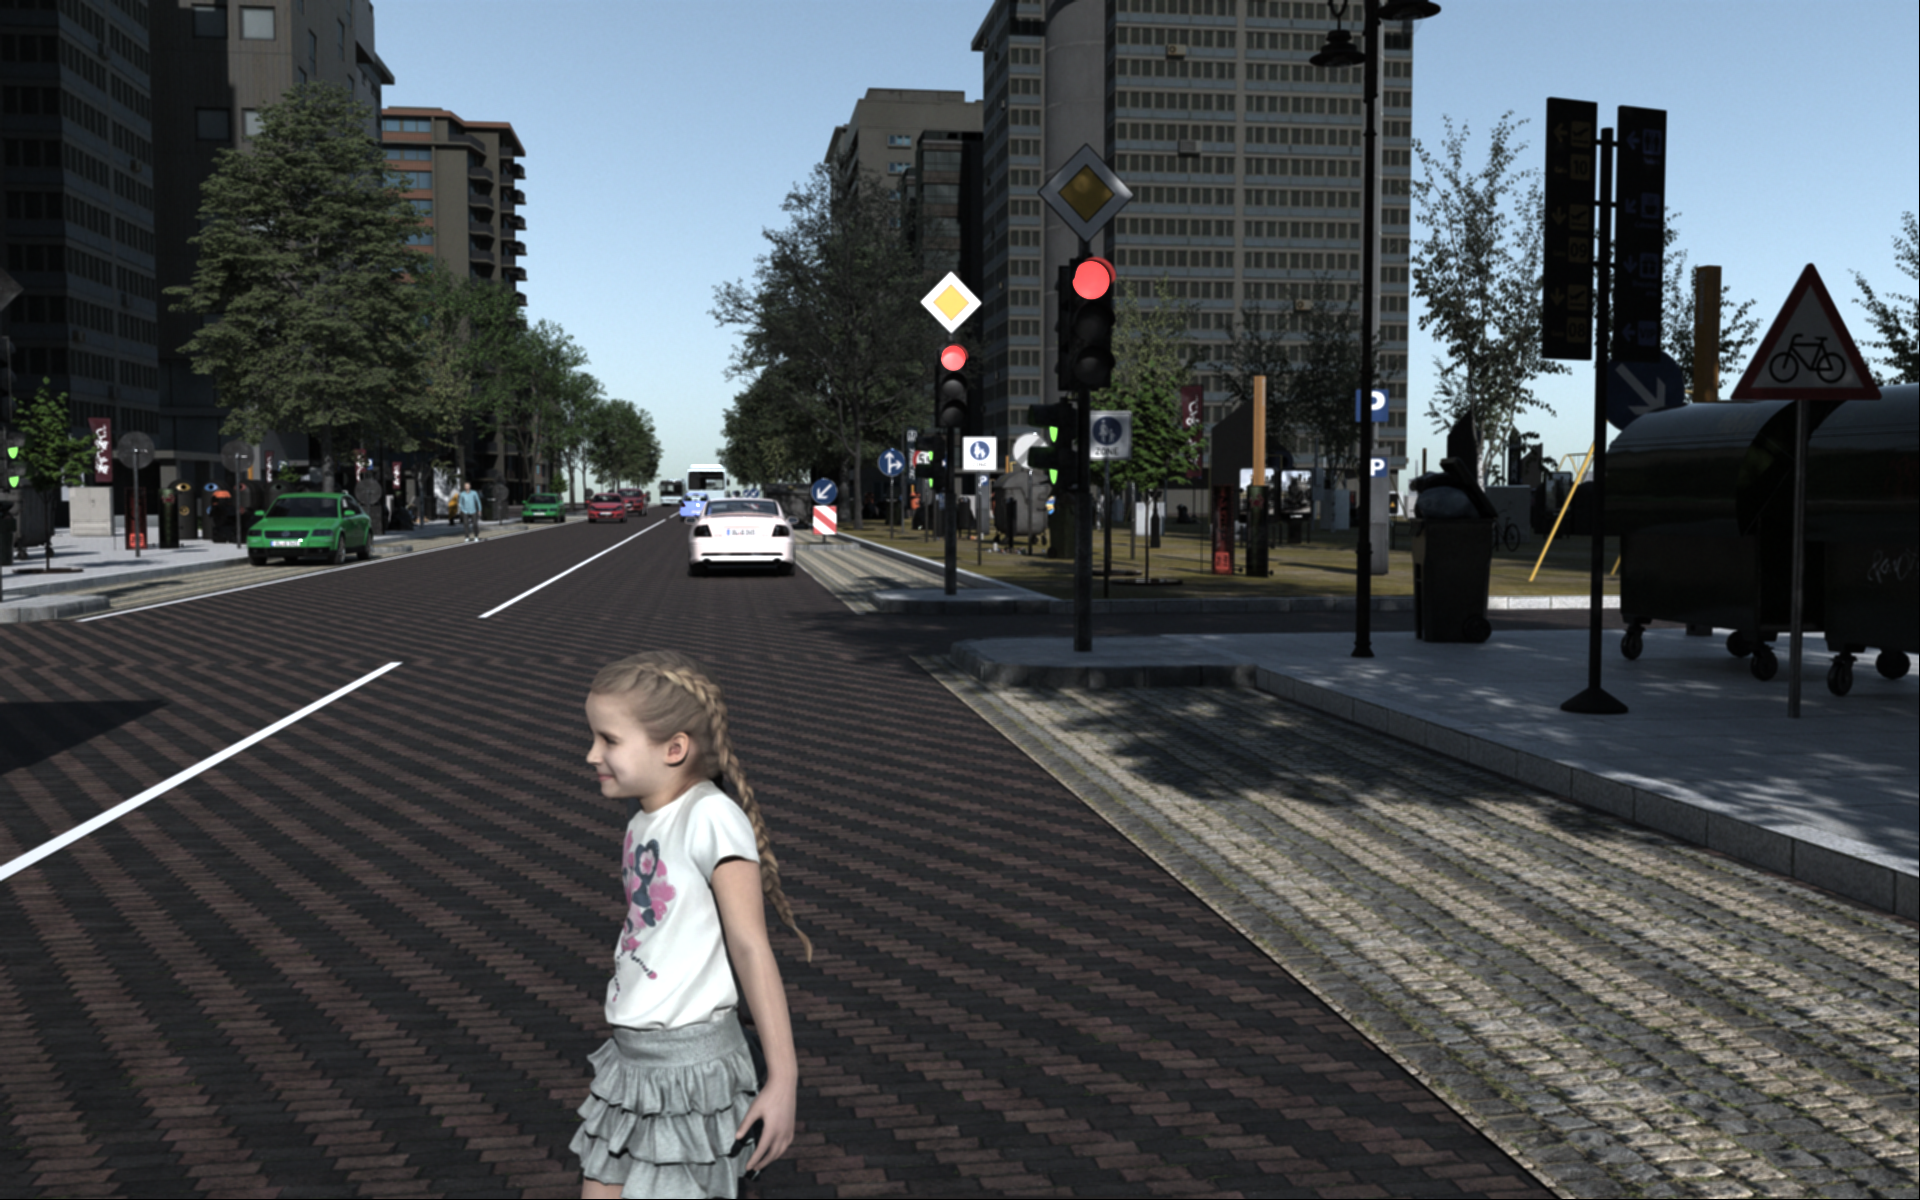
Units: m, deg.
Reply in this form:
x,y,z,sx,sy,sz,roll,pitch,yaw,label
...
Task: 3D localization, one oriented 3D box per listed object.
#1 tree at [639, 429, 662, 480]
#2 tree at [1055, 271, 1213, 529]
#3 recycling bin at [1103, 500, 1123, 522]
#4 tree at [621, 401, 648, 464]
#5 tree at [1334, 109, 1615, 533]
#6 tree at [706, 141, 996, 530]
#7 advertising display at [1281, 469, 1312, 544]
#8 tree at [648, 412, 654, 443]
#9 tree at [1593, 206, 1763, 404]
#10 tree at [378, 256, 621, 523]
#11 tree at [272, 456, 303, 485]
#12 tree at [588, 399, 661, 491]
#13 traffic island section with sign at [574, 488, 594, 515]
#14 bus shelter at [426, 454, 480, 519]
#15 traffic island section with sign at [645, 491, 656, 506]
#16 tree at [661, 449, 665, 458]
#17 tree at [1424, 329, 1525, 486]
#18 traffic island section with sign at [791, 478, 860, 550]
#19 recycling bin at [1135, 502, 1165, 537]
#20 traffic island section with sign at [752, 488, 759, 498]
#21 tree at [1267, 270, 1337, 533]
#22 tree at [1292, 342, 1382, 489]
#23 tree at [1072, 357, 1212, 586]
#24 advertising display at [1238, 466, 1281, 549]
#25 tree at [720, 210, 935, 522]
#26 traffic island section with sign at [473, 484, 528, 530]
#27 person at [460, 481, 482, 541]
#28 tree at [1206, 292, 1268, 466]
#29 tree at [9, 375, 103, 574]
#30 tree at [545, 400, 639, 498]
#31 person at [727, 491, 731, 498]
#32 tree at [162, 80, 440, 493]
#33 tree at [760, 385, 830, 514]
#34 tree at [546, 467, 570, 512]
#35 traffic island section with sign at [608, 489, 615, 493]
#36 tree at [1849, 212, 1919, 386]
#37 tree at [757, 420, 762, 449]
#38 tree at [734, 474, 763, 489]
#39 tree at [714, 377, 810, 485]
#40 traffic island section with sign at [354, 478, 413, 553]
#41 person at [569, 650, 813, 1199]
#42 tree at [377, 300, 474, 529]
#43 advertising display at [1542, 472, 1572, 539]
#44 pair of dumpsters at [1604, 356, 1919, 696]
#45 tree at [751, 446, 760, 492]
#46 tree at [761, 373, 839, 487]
x,y,z,sx,sy,sz,roll,pitch,yaw,label
-44.192,-18.414,235.487,7.601,10.594,8.767,0,4,5,tree
6.022,-6.503,56.687,4.737,8.622,4.395,0,3,0,tree
7.000,-4.065,79.014,0.722,1.027,0.722,2,4,27,recycling bin
-25.635,-10.848,103.128,9.928,11.665,9.643,0,3,0,tree
10.328,-5.088,33.557,4.360,8.622,3.978,0,3,0,tree
-3.762,-9.239,61.422,12.009,13.543,11.850,0,3,0,tree
8.602,-2.403,44.497,0.974,1.923,0.123,-1,4,-23,advertising display
-37.172,-15.944,186.435,9.928,11.665,9.643,0,3,0,tree
17.850,-5.751,44.388,4.737,8.622,4.395,0,3,0,tree
-22.154,-9.214,76.406,9.928,11.665,9.643,0,3,0,tree
-34.209,-5.707,87.904,1.663,3.219,1.824,0,3,0,tree
-40.392,-17.648,206.666,7.486,12.596,7.792,0,3,0,tree
-25.534,-6.775,119.406,1.989,1.847,2.006,0,4,-8,traffic island section with sign
-26.273,-5.870,89.902,2.014,3.302,5.546,-1,4,-8,bus shelter
-40.983,-13.415,227.960,1.989,1.847,2.006,0,4,-8,traffic island section with sign
-46.979,-20.446,252.425,7.486,12.596,7.792,0,3,0,tree
21.838,-7.471,72.520,4.737,8.622,4.395,0,3,0,tree
-3.654,-2.207,44.713,1.989,1.847,2.006,0,4,-8,traffic island section with sign
5.769,-2.447,52.570,0.722,1.027,0.722,2,4,25,recycling bin
-7.455,-3.839,71.400,1.989,1.847,2.006,0,4,-8,traffic island section with sign
12.250,-6.489,56.451,4.360,8.622,3.978,0,3,0,tree
17.826,-7.976,80.775,4.737,8.622,4.395,0,3,0,tree
2.785,-1.832,24.557,1.663,3.219,1.824,0,3,0,tree
6.996,-2.170,40.696,0.974,1.923,0.123,3,4,37,advertising display
-5.301,-10.565,79.396,9.857,13.997,8.962,0,3,0,tree
-18.403,-3.719,69.436,1.989,1.847,2.006,0,4,-8,traffic island section with sign
-14.775,-2.679,52.315,0.660,1.820,0.620,0,4,-8,person
11.264,-6.950,63.989,4.360,8.622,3.978,0,3,0,tree
-14.795,-2.059,28.259,1.663,3.219,1.824,0,3,0,tree
-33.652,-13.425,153.908,7.601,10.594,8.767,-2,4,-25,tree
-27.305,-11.978,204.328,0.705,1.826,1.348,-2,4,-32,person
-18.081,-7.953,48.166,7.486,12.596,7.792,0,3,0,tree
-9.879,-9.885,111.975,4.360,8.622,3.978,0,3,0,tree
-28.771,-7.896,123.708,1.663,3.219,1.824,0,3,0,tree
-29.331,-8.408,146.093,1.989,1.847,2.006,0,4,-8,traffic island section with sign
24.829,-5.716,43.817,4.737,8.622,4.395,0,3,0,tree
-13.650,-11.149,132.640,4.737,8.622,4.395,0,3,0,tree
-28.504,-19.900,243.492,7.486,12.596,7.792,0,3,0,tree
-18.103,-15.107,164.013,9.611,12.733,9.660,0,3,0,tree
-14.581,-2.077,42.588,1.989,1.847,2.006,0,4,-8,traffic island section with sign
-0.341,0.675,2.485,0.382,1.210,0.505,-3,4,-38,person
-19.753,-6.910,63.348,4.737,8.622,4.395,0,3,0,tree
17.088,-2.713,49.571,0.974,1.923,0.123,-1,4,-22,advertising display
6.029,-0.549,11.465,1.574,2.255,4.437,-1,4,-8,pair of dumpsters
-20.020,-14.080,180.566,4.360,8.622,3.978,0,3,0,tree
-8.136,-9.064,98.555,4.737,8.622,4.395,0,3,0,tree
